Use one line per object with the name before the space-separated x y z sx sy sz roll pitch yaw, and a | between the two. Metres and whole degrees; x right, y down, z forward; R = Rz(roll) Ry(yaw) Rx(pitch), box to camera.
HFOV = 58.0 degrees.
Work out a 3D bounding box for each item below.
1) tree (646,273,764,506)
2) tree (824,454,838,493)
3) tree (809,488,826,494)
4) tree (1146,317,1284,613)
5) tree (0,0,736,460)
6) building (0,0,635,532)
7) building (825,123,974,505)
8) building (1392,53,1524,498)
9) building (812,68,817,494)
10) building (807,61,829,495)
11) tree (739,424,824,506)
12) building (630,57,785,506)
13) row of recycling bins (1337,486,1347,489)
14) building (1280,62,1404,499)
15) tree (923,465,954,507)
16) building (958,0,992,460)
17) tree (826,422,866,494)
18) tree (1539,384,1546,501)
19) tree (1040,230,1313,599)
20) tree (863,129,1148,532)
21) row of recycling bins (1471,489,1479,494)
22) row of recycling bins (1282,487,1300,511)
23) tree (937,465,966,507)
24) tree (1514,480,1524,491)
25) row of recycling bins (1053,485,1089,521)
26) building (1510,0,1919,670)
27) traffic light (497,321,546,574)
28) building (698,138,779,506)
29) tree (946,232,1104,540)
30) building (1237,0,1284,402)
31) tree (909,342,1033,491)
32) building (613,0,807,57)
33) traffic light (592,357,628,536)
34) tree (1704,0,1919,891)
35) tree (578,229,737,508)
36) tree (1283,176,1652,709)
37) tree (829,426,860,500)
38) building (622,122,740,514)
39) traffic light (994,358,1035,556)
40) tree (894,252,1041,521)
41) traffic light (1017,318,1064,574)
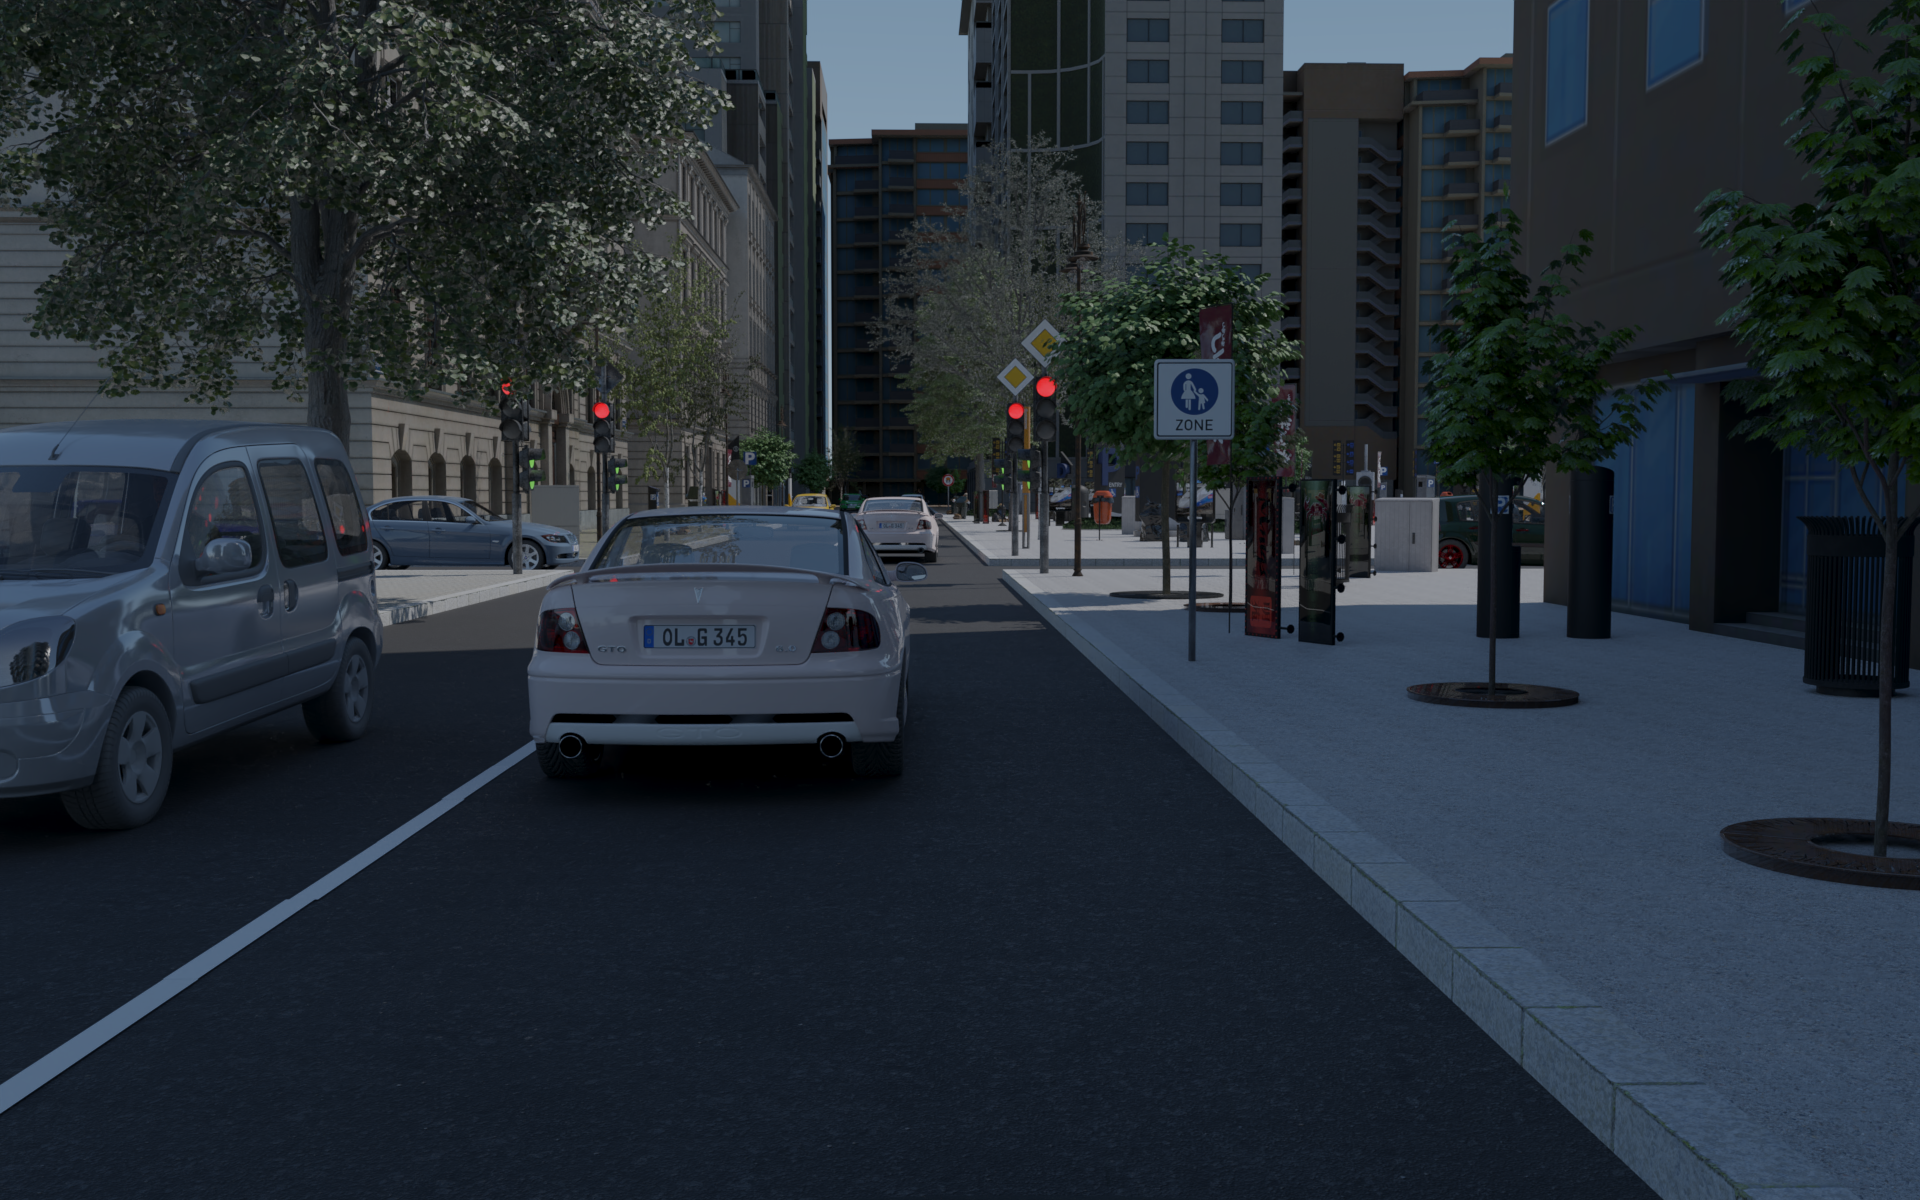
tree | -8.760 -6.614 58.504 4.360 8.622 3.978 0 3 0
tree | -10.012 -8.336 120.001 4.285 4.588 4.351 0 3 0
tree | -10.805 -8.366 131.377 1.663 3.219 1.824 0 3 0
tree | 3.029 -1.491 18.987 1.663 3.219 1.824 0 3 0
tree | -7.226 -6.925 19.885 9.857 13.997 8.962 0 3 0
building | -18.339 -14.352 53.733 14.460 24.649 34.723 0 4 -2
building | -2.796 -33.806 207.345 28.867 44.769 22.147 0 4 -2
building | 57.718 -31.842 175.240 28.867 44.769 22.147 0 4 -2
building | -20.766 -29.210 161.175 14.154 41.232 14.086 0 4 -2
building | -20.891 -32.207 176.689 14.200 45.320 14.600 0 4 -2
tree | -9.217 -5.985 81.564 4.285 4.588 4.351 0 3 0
building | -19.598 -21.197 118.278 14.160 30.474 14.107 0 4 -2
row of recycling bins | 20.364 -5.158 91.439 1.069 1.692 3.534 -2 4 -35
building | 36.111 -32.262 177.600 14.200 45.320 14.600 0 4 -2
tree | -2.040 -11.674 174.578 4.285 4.588 4.351 0 3 0
building | 14.565 -35.586 171.067 28.713 52.752 27.495 0 4 -2
tree | -11.585 -13.800 175.997 4.737 8.622 4.395 0 3 0
tree | 24.890 -7.538 73.613 4.360 8.622 3.978 0 3 0
tree | 2.674 -2.323 21.688 4.285 4.588 4.351 0 3 0
tree | 1.876 -9.072 58.698 12.009 13.543 11.850 0 3 0
row of recycling bins | 26.983 -4.936 87.820 1.069 1.692 3.534 -1 4 -9
row of recycling bins | 18.822 -5.840 102.595 3.534 1.692 1.069 0 4 -4
tree | -0.239 -7.389 115.415 1.663 3.219 1.824 0 3 0
tree | 30.956 -6.989 97.984 4.285 4.588 4.351 0 3 0
row of recycling bins | 5.255 -4.564 81.742 1.069 1.692 3.534 -1 4 -14
building | 13.648 -22.174 12.660 14.600 45.320 14.200 0 4 -2
traffic light | -7.066 -2.367 27.624 0.839 4.253 0.868 0 4 -2
building | -15.992 -15.349 100.111 9.793 20.994 18.267 0 4 -2
tree | 2.050 -5.997 48.416 4.360 8.622 3.978 0 3 0
building | 11.213 -42.053 125.817 20.563 71.187 20.611 0 4 -2
tree | 0.717 -9.771 94.170 8.767 10.594 7.601 2 4 35
building | -19.003 -27.428 132.041 14.154 41.232 14.086 0 4 -2
traffic light | -7.284 -2.855 35.606 0.839 4.253 0.868 0 4 -2
tree | 3.369 -0.695 5.959 1.663 3.219 1.824 0 3 0
tree | -8.302 -5.934 47.383 4.737 8.622 4.395 0 3 0
tree | 3.254 -0.981 10.643 1.663 3.219 1.824 0 3 0
tree | -12.902 -14.542 188.127 4.360 8.622 3.978 0 3 0
building | -16.541 -13.259 81.406 10.561 19.102 19.286 0 4 -2
traffic light | 1.124 -2.870 35.851 0.839 4.253 0.868 0 4 -2
tree | 0.621 -9.947 80.759 7.486 12.596 7.792 0 3 0
traffic light | 1.342 -2.382 27.869 0.839 4.253 0.868 0 4 -2
